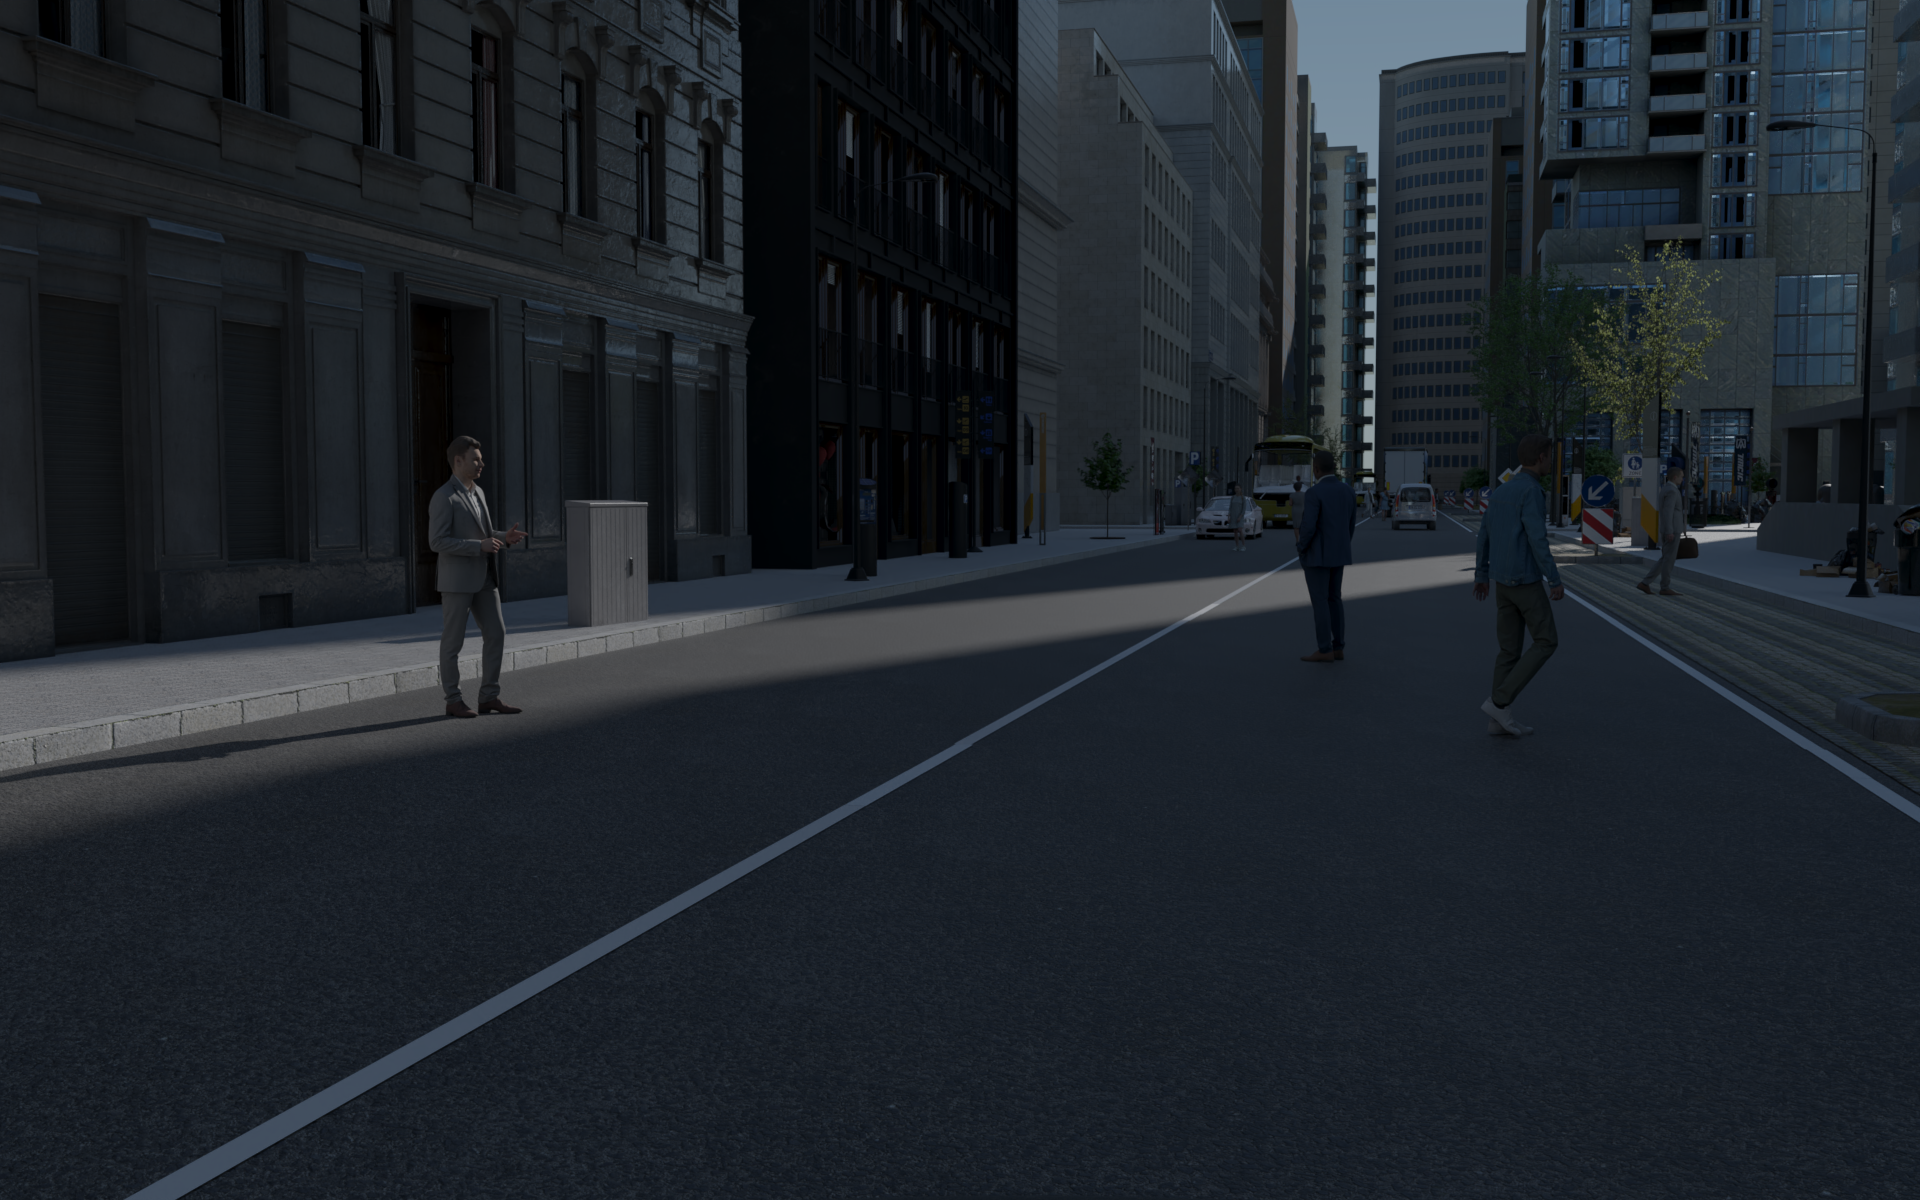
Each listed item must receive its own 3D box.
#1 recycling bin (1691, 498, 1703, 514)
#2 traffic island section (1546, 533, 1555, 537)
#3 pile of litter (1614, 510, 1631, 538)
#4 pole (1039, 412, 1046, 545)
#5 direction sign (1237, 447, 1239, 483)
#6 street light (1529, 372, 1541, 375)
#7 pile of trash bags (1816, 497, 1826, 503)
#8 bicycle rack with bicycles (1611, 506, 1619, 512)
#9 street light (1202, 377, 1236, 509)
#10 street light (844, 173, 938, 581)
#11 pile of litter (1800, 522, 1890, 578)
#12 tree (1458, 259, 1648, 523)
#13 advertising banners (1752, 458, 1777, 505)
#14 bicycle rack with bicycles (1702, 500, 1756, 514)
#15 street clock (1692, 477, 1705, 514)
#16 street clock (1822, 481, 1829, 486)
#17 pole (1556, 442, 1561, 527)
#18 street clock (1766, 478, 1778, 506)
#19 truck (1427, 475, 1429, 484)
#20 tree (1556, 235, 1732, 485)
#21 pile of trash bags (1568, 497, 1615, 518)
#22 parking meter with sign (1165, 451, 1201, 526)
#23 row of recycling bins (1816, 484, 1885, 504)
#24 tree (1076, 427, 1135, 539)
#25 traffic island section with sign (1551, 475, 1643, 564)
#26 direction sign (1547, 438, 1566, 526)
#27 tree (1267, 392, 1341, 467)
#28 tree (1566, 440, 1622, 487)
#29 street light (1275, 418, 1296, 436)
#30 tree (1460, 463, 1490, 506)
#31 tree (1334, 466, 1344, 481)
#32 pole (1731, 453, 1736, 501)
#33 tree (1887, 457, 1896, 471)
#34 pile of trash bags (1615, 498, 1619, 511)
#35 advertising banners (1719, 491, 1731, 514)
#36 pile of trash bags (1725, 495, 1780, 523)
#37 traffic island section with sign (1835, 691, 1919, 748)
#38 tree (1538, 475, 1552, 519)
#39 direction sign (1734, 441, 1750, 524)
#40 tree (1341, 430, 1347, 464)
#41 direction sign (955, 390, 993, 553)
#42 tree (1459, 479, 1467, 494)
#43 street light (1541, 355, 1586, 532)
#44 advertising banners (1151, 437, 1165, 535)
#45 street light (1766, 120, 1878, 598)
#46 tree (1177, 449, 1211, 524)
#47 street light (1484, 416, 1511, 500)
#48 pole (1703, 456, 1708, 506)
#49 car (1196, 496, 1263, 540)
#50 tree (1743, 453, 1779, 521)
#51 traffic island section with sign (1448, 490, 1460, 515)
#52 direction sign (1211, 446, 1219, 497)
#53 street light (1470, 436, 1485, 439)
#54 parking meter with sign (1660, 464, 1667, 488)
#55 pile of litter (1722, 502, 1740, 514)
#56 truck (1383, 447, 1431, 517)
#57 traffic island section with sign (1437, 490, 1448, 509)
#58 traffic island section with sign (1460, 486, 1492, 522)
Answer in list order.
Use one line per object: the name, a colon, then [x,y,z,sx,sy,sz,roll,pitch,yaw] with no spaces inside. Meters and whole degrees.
recycling bin: [44.944,-5.682,105.459,0.722,1.027,0.722,0,4,2]
traffic island section: [18.938,-2.215,58.503,2.009,0.180,2.903,1,4,15]
pile of litter: [19.804,-2.312,51.761,1.719,0.858,1.176,-3,5,-42]
pole: [2.075,-3.028,43.357,0.158,3.312,0.155,0,3,0]
direction sign: [13.381,-5.593,83.436,0.379,3.537,0.876,0,4,7]
street light: [22.309,-5.704,65.802,1.470,5.913,1.316,1,4,15]
pile of trash bags: [49.742,-5.295,96.319,1.912,1.369,3.447,-3,5,-45]
bicycle rack with bicycles: [36.842,-4.912,93.686,2.852,0.926,2.925,0,4,-4]
street light: [10.242,-5.886,68.774,1.470,5.913,1.316,1,4,15]
street light: [-1.005,-3.229,25.332,1.470,5.913,1.316,1,4,15]
pile of litter: [13.764,-0.780,26.724,1.176,0.858,1.719,0,4,-6]
tree: [26.656,-9.310,77.971,9.928,11.665,9.643,0,3,0]
advertising banners: [38.697,-5.282,82.552,2.074,3.025,0.090,3,4,36]
bicycle rack with bicycles: [42.757,-5.111,96.943,2.925,0.926,2.852,0,4,1]
street clock: [34.529,-4.676,81.015,0.358,2.002,0.471,-3,5,-43]
street clock: [47.431,-5.525,94.900,0.358,2.002,0.471,1,4,10]
pole: [23.609,-4.547,68.182,0.158,3.312,0.155,0,3,0]
street clock: [37.209,-4.579,79.438,0.471,2.002,0.358,-1,4,-9]
truck: [34.191,-8.379,132.927,3.469,3.379,9.791,1,4,16]
tree: [19.474,-6.042,49.148,4.360,8.622,3.978,0,3,0]
pile of trash bags: [33.702,-5.121,93.474,1.912,1.369,3.447,0,4,5]
parking meter with sign: [9.039,-4.537,70.433,1.738,3.016,0.543,-3,5,-44]
row of recycling bins: [37.175,-4.043,73.221,3.534,1.692,1.069,0,4,7]
tree: [4.326,-3.359,49.521,1.663,3.219,1.824,0,3,0]
traffic island section with sign: [13.153,-1.690,36.261,1.989,1.847,2.006,1,4,15]
direction sign: [24.046,-4.780,70.142,0.876,3.537,0.379,2,4,34]
tree: [24.136,-10.620,123.992,4.737,8.622,4.395,0,3,0]
tree: [38.609,-7.419,105.022,4.285,4.588,4.351,0,3,0]
street light: [19.730,-8.131,105.476,1.470,5.913,1.316,1,4,15]
tree: [54.919,-12.262,184.199,4.285,4.588,4.351,0,3,0]
tree: [35.892,-11.372,169.653,4.285,4.588,4.351,0,3,0]
pole: [38.662,-5.669,86.534,0.158,3.312,0.155,0,3,0]
tree: [26.573,-3.231,47.421,1.663,3.219,1.824,0,3,0]
pile of trash bags: [36.607,-5.428,98.493,1.912,1.369,3.447,1,4,22]
advertising banners: [41.195,-5.908,92.791,2.074,3.025,0.090,-3,5,-43]
pile of trash bags: [35.815,-4.133,77.324,1.912,1.369,3.447,-3,5,-40]
traffic island section with sign: [6.346,-0.093,10.149,1.989,1.847,2.006,1,4,15]
tree: [30.129,-5.809,89.578,1.663,3.219,1.824,0,3,0]
direction sign: [33.761,-5.063,74.783,0.379,3.537,0.876,-1,4,-23]
tree: [38.704,-14.165,181.966,4.737,8.622,4.395,0,3,0]
direction sign: [0.316,-2.818,38.065,0.876,3.537,0.379,-1,4,-18]
tree: [58.090,-12.572,200.145,1.663,3.219,1.824,0,3,0]
street light: [20.325,-5.228,58.017,1.470,5.913,1.316,1,4,15]
advertising banners: [6.163,-3.541,54.080,0.090,3.025,2.074,1,4,19]
street light: [10.711,-2.998,21.562,1.470,5.913,1.316,1,4,15]
tree: [10.093,-4.918,75.011,1.663,3.219,1.824,0,3,0]
street light: [31.838,-7.923,102.088,1.470,5.913,1.316,1,4,15]
pole: [40.401,-6.117,93.863,0.158,3.312,0.155,0,3,0]
car: [8.769,-2.679,56.160,2.083,1.381,4.827,1,4,14]
tree: [37.381,-5.303,81.309,1.663,3.219,1.824,0,3,0]
traffic island section with sign: [34.120,-6.605,116.619,1.989,1.847,2.006,1,4,15]
direction sign: [12.106,-5.523,82.298,0.379,3.537,0.876,2,4,30]
street light: [41.362,-10.141,138.344,1.470,5.913,1.316,1,4,15]
parking meter with sign: [41.447,-6.452,101.746,0.543,3.016,1.738,2,4,31]
pile of litter: [40.362,-4.678,90.452,1.719,0.858,1.176,-3,5,-44]
truck: [28.183,-7.361,109.266,2.839,4.237,11.283,1,4,16]
traffic island section with sign: [46.666,-9.546,164.697,1.989,1.847,2.006,1,4,15]
traffic island section with sign: [27.181,-4.979,90.032,1.989,1.847,2.006,1,4,15]
